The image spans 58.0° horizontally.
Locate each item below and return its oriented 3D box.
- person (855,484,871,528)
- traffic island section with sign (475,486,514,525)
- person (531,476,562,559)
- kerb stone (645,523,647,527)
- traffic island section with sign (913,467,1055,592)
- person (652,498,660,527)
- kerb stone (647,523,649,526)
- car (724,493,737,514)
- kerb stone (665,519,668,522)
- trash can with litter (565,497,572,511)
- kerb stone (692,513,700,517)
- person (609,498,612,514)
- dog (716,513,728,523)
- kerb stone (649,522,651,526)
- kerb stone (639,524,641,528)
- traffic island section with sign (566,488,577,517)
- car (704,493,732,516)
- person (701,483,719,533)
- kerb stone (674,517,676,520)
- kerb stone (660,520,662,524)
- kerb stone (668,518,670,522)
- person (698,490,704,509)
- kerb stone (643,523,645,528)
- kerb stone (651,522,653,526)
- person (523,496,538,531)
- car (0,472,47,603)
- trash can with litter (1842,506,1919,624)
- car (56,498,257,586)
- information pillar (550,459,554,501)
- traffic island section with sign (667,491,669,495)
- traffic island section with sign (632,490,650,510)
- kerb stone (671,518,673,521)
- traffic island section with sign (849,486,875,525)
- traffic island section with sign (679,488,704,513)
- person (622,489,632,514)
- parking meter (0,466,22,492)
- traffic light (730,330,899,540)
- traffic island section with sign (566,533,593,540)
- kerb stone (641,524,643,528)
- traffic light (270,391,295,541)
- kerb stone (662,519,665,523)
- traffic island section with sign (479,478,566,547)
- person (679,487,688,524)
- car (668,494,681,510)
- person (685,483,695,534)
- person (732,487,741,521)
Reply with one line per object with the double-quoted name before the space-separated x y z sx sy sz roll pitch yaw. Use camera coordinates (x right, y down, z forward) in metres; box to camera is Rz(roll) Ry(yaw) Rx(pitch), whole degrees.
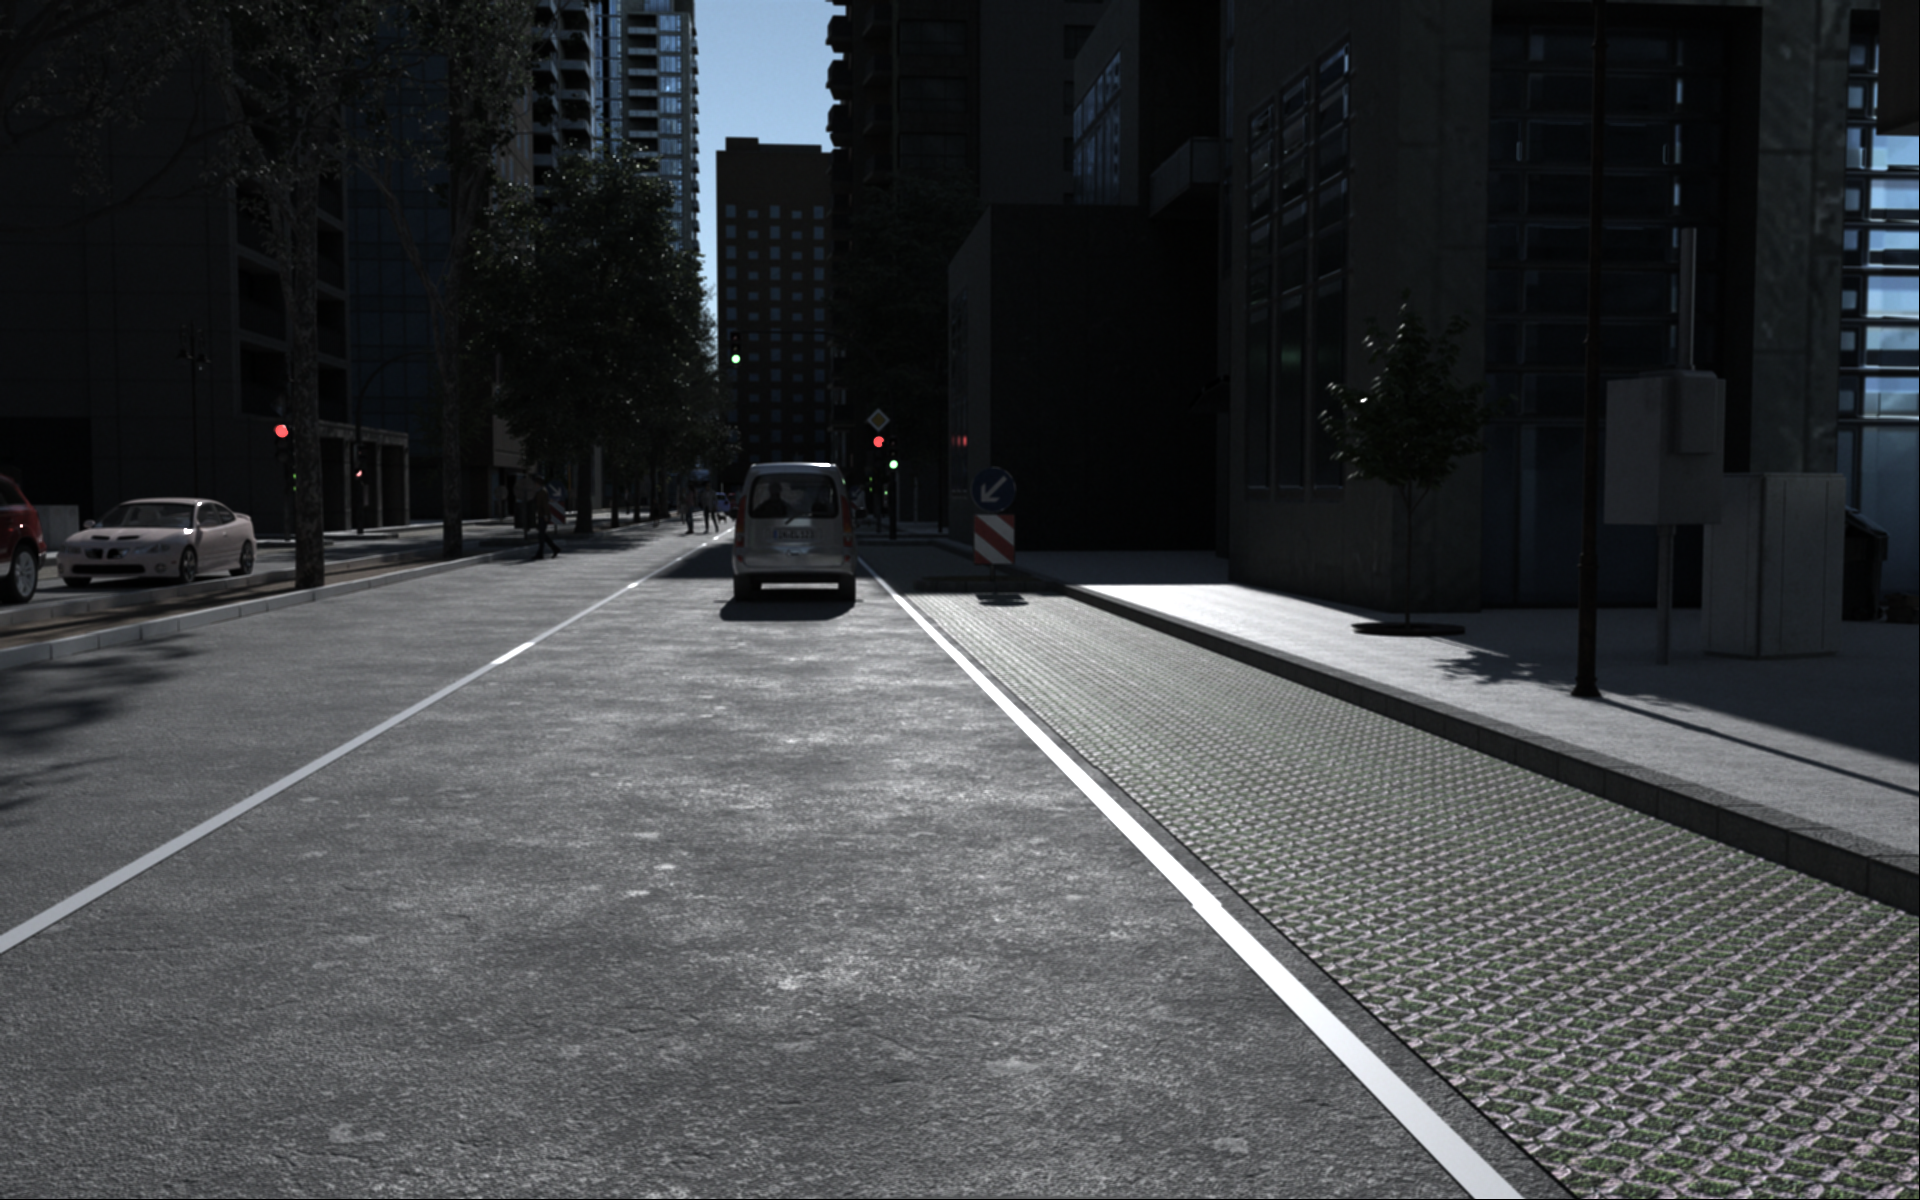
"person" -4.106 -3.964 73.187 0.818 1.842 0.514 -2 4 -26
"traffic island section with sign" -21.154 -4.351 79.770 1.989 1.847 2.006 0 4 -5
"person" -9.246 -1.839 38.484 0.656 1.842 0.836 3 5 41
"kerb stone" -13.614 -3.183 74.238 0.120 0.150 1.000 0 4 -5
"traffic island section with sign" 0.310 -1.065 26.045 1.989 1.847 2.006 0 4 -5
"person" -13.279 -3.825 75.706 0.362 1.253 0.373 1 4 13
"kerb stone" -13.710 -3.245 75.256 0.120 0.150 1.000 0 4 -5
"car" -16.027 -7.061 124.483 2.155 1.783 4.494 0 4 -7
"kerb stone" -14.790 -3.930 86.498 0.120 0.150 1.000 0 4 -5
"trash can with litter" -29.192 -7.144 128.198 1.055 1.170 0.624 -1 4 -17
"kerb stone" -17.536 -5.674 115.102 0.120 0.150 1.000 0 4 -5
"person" -23.361 -6.268 115.988 0.505 1.210 0.382 3 5 43
"dog" -11.599 -3.984 84.421 0.406 0.507 0.540 1 4 19
"kerb stone" -13.816 -3.308 76.278 0.120 0.150 1.000 0 4 -5
"kerb stone" -13.321 -2.995 71.156 0.120 0.150 1.000 0 4 -5
"traffic island section with sign" -23.755 -6.008 106.855 1.989 1.847 2.006 0 4 -5
"car" -16.041 -6.408 114.358 1.945 1.707 3.694 0 4 -6
"person" -9.246 -3.409 64.083 0.661 1.843 0.795 1 4 15
"kerb stone" -15.275 -4.241 91.616 0.120 0.150 1.000 0 4 -5
"kerb stone" -14.400 -3.683 82.407 0.120 0.150 1.000 0 4 -5
"kerb stone" -14.888 -3.995 87.521 0.120 0.150 1.000 0 4 -5
"person" -24.368 -9.504 163.893 1.348 1.823 0.705 3 5 41
"kerb stone" -13.519 -3.120 73.214 0.120 0.150 1.000 0 4 -5
"kerb stone" -13.903 -3.371 77.306 0.120 0.150 1.000 0 4 -5
"person" -16.595 -3.587 67.108 0.822 1.834 0.622 -3 5 -42
"car" -13.148 -0.764 21.170 2.281 1.827 5.304 0 4 -5
"trash can with litter" 9.319 -0.375 17.513 0.624 1.170 1.055 -3 5 -39
"car" -13.105 -0.988 28.508 2.083 1.381 4.827 0 4 -5
"information pillar" -25.832 -7.233 109.617 0.183 3.616 0.504 0 4 7
"traffic island section with sign" -31.109 -10.683 183.290 1.989 1.847 2.006 0 4 -5
"traffic island section with sign" -28.518 -9.042 156.459 1.989 1.847 2.006 0 4 -5
"kerb stone" -15.081 -4.120 89.559 0.120 0.150 1.000 0 4 -5
"traffic island section with sign" -5.042 -4.474 81.775 1.989 1.847 2.006 0 4 -5
"traffic island section with sign" -20.047 -7.464 130.179 2.006 1.907 1.989 0 4 -5
"person" -23.551 -6.945 122.455 0.661 1.777 0.834 1 4 13
"parking meter" -19.529 -1.833 35.683 0.255 1.863 0.399 0 4 1
"traffic light" -3.989 -4.503 48.296 4.771 5.953 1.251 0 4 -5
"traffic island section with sign" -12.847 -2.890 55.385 2.006 1.907 1.989 0 4 -5
"kerb stone" -13.420 -3.049 72.187 0.120 0.150 1.000 0 4 -5
"traffic light" -18.300 -3.555 47.051 0.839 4.253 0.868 0 4 -5
"kerb stone" -14.602 -3.808 84.451 0.120 0.150 1.000 0 4 -5
"traffic island section with sign" -12.147 -2.439 48.011 2.006 1.907 1.989 0 4 -5
"person" -13.202 -4.519 82.942 0.519 1.759 0.362 -2 4 -28
"car" -25.506 -8.914 155.523 2.009 1.686 4.222 0 4 -6
"person" -9.734 -3.300 62.458 0.388 1.821 0.555 -1 4 -12
"person" -12.086 -5.239 94.025 0.748 1.841 0.638 -1 4 -16
